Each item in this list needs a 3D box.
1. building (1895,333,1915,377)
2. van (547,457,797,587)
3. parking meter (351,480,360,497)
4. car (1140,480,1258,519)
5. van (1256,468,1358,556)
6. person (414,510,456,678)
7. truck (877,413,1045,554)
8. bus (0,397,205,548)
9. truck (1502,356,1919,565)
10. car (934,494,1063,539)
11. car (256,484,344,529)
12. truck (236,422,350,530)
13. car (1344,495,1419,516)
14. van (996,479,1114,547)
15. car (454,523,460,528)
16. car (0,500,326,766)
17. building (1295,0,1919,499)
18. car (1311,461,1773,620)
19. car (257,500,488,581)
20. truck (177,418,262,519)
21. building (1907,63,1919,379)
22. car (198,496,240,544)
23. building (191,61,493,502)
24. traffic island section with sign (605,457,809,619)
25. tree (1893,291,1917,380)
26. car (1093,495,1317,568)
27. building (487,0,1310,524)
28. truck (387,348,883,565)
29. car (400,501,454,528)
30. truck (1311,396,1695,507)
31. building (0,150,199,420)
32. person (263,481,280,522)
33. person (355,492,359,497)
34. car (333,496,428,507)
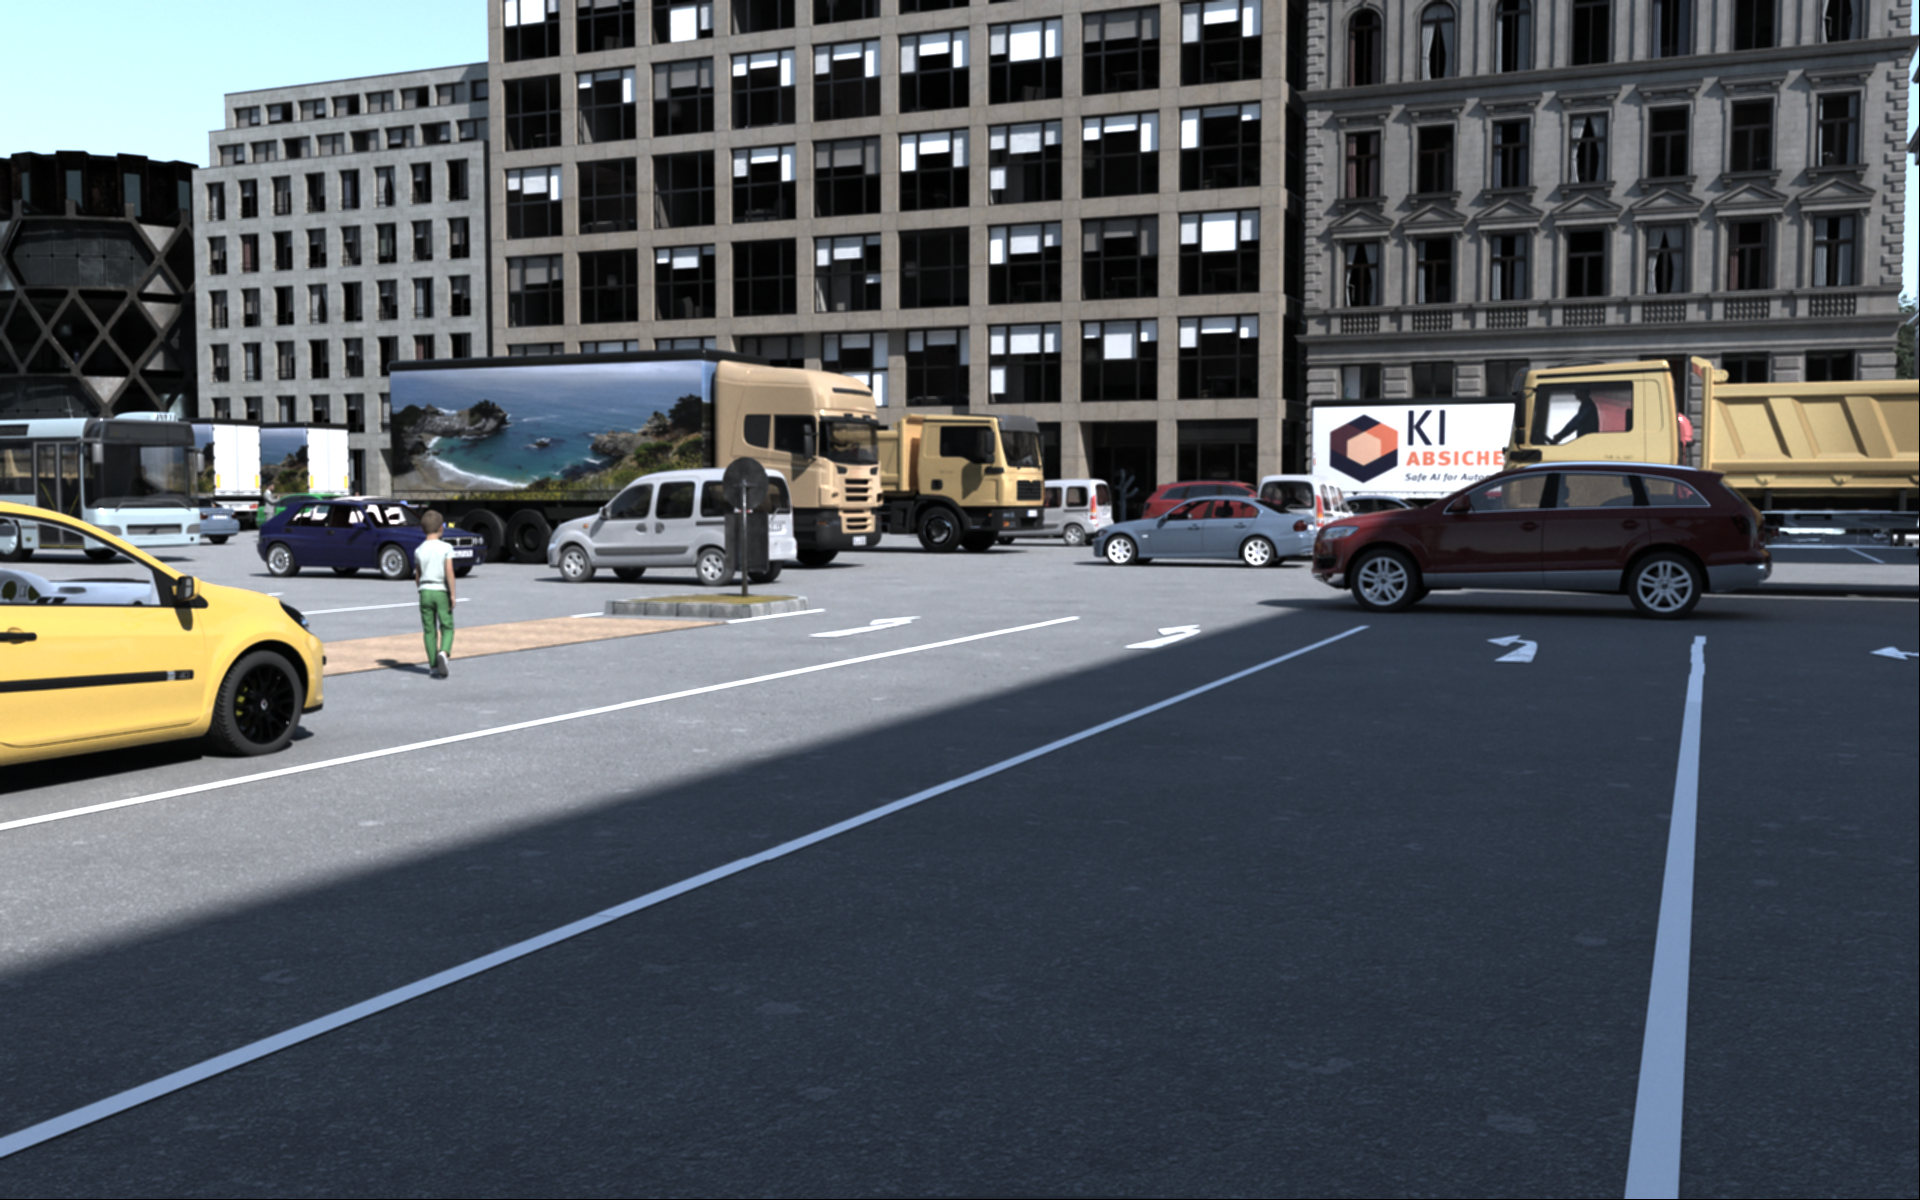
[{"bbox_3d":[124.592,-21.746,200.586,28.899,21.520,27.650,2,4,23],"label":"building"},{"bbox_3d":[-4.719,-1.286,28.040,4.112,2.044,2.013,2,4,25],"label":"van"},{"bbox_3d":[-25.281,-4.085,72.501,0.255,1.863,0.399,-3,5,-41],"label":"parking meter"},{"bbox_3d":[7.700,-2.433,48.452,5.304,1.827,2.281,2,4,23],"label":"car"},{"bbox_3d":[7.715,-1.925,38.487,2.013,2.044,4.112,2,4,24],"label":"van"},{"bbox_3d":[-4.101,-0.049,13.546,0.306,1.304,0.590,-1,4,-18],"label":"person"},{"bbox_3d":[-1.942,-2.911,43.519,9.791,3.379,3.469,2,4,25],"label":"truck"},{"bbox_3d":[-21.867,-2.650,38.195,13.247,3.499,2.948,2,4,25],"label":"bus"},{"bbox_3d":[12.089,-1.783,25.076,9.791,3.379,3.469,2,4,23],"label":"truck"},{"bbox_3d":[1.424,-2.957,57.017,5.304,1.827,2.281,2,4,24],"label":"car"},{"bbox_3d":[-21.153,-2.984,57.581,4.718,1.807,1.959,1,4,22],"label":"car"},{"bbox_3d":[-30.068,-4.983,70.387,11.283,4.237,2.839,1,4,22],"label":"truck"},{"bbox_3d":[10.659,-1.883,42.790,4.499,1.417,2.014,1,4,22],"label":"car"},{"bbox_3d":[2.183,-2.532,48.409,4.112,2.044,2.013,2,4,24],"label":"van"},{"bbox_3d":[-13.526,-2.650,53.119,4.222,1.686,2.009,2,4,25],"label":"car"},{"bbox_3d":[-5.029,0.093,8.697,2.015,1.641,3.980,1,4,23],"label":"car"},{"bbox_3d":[22.578,-14.226,61.478,19.941,23.489,11.050,2,4,23],"label":"building"},{"bbox_3d":[6.980,-0.760,21.104,5.304,1.827,2.281,1,4,22],"label":"car"},{"bbox_3d":[-10.137,-1.058,29.878,3.894,1.354,1.945,2,4,24],"label":"car"},{"bbox_3d":[-32.139,-4.764,66.803,11.283,4.237,2.839,1,4,22],"label":"truck"},{"bbox_3d":[44.008,-13.018,54.645,24.055,21.916,13.314,2,4,23],"label":"building"},{"bbox_3d":[-22.764,-2.300,49.603,4.499,1.417,2.014,2,4,24],"label":"car"},{"bbox_3d":[-26.094,-13.942,82.705,16.860,20.320,10.420,2,4,23],"label":"building"},{"bbox_3d":[-2.922,-0.792,21.086,2.006,1.907,1.989,2,4,23],"label":"traffic island section with sign"},{"bbox_3d":[57.158,-12.236,106.706,9.857,13.997,8.962,0,3,0],"label":"tree"},{"bbox_3d":[4.881,-1.386,34.662,4.499,1.417,2.014,1,4,22],"label":"car"},{"bbox_3d":[-0.608,-16.599,75.917,34.151,26.468,19.350,2,4,23],"label":"building"},{"bbox_3d":[-6.442,-2.839,35.325,11.283,4.237,2.839,2,4,24],"label":"truck"},{"bbox_3d":[-18.592,-3.227,62.353,3.694,1.707,1.945,1,4,23],"label":"car"},{"bbox_3d":[16.080,-3.774,50.614,11.283,4.237,2.839,1,4,22],"label":"truck"},{"bbox_3d":[-45.984,-13.905,94.798,16.811,18.784,16.820,2,4,23],"label":"building"},{"bbox_3d":[-20.238,-2.585,50.945,0.466,1.800,0.511,-1,4,-19],"label":"person"},{"bbox_3d":[-22.830,-3.342,65.828,0.574,1.496,0.600,3,4,39],"label":"person"},{"bbox_3d":[-17.401,-2.278,49.608,4.827,1.381,2.083,1,4,23],"label":"car"}]
